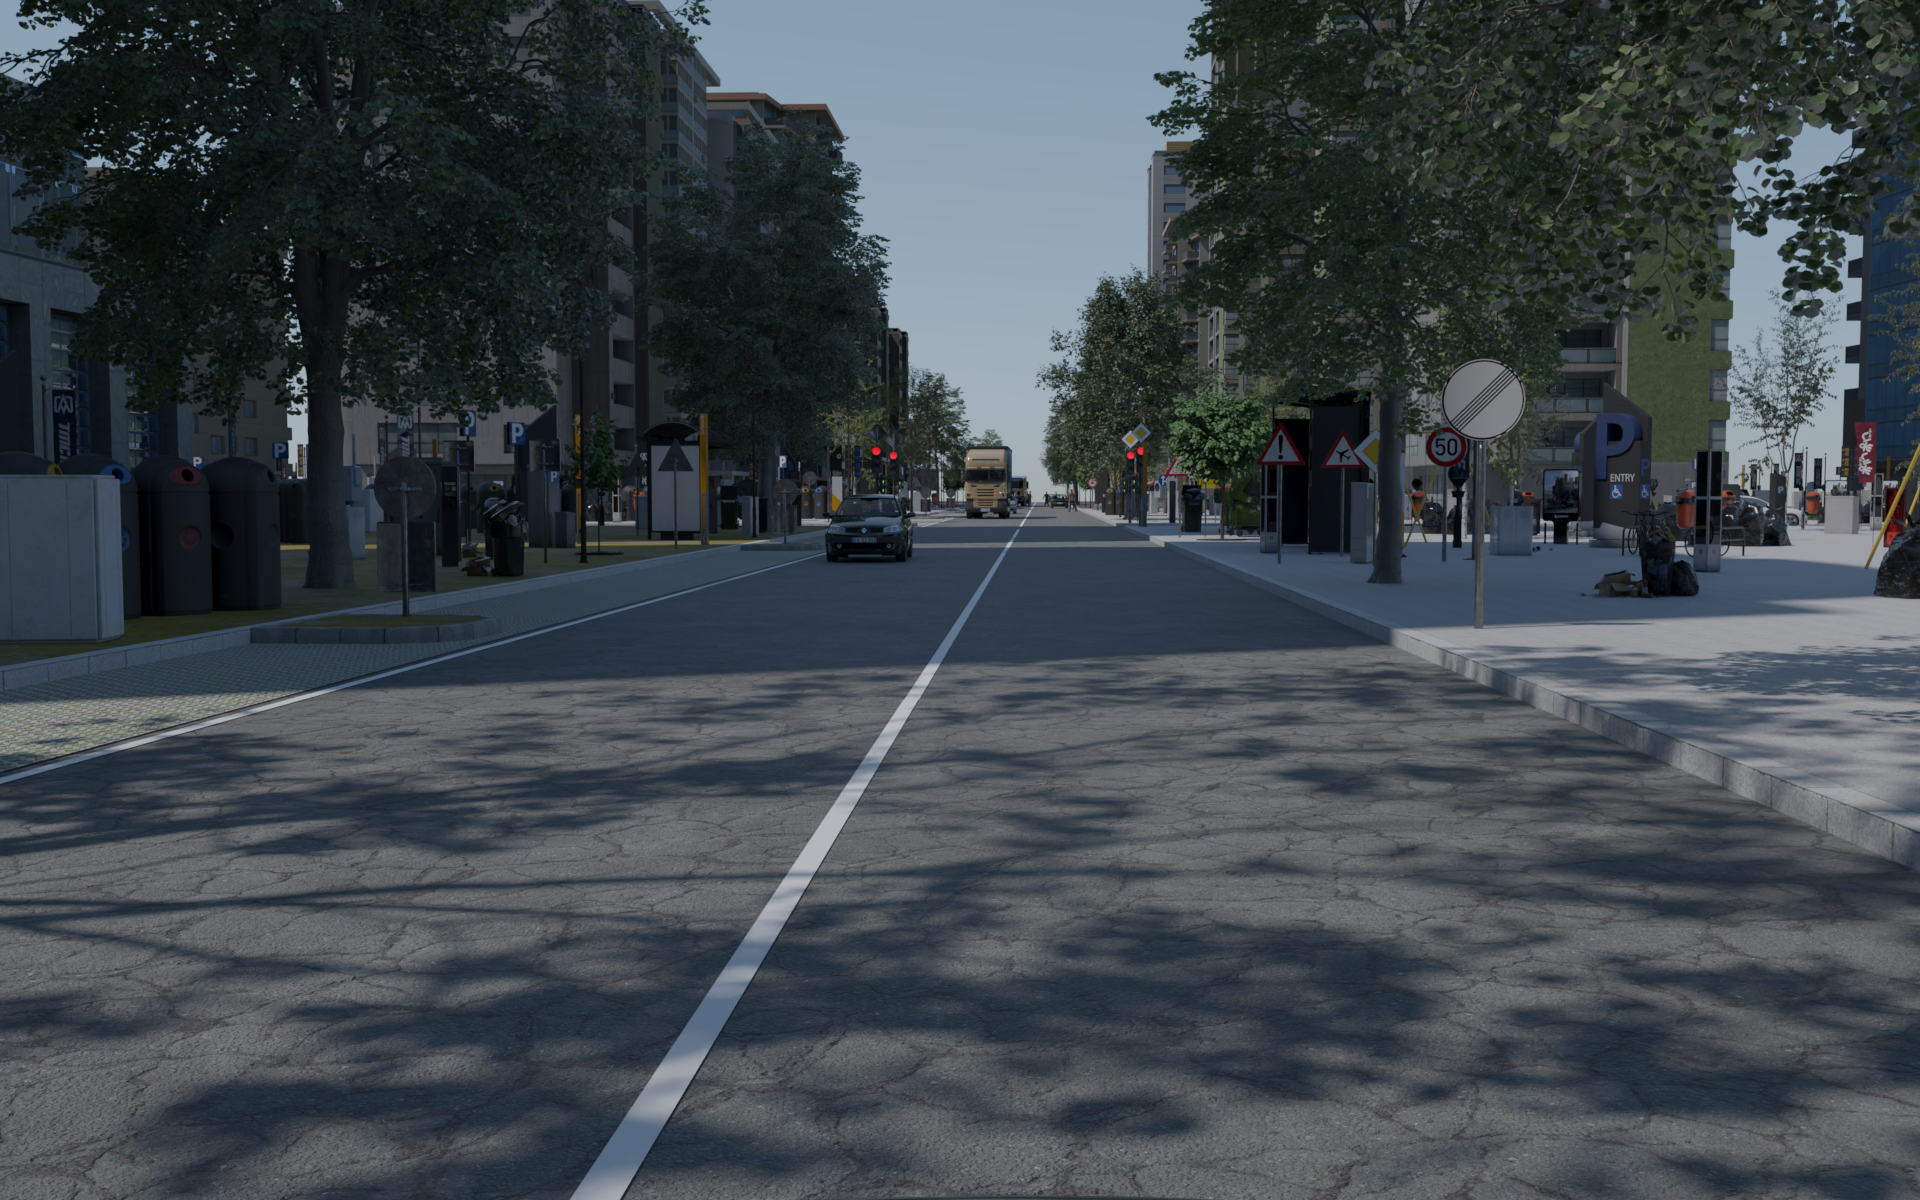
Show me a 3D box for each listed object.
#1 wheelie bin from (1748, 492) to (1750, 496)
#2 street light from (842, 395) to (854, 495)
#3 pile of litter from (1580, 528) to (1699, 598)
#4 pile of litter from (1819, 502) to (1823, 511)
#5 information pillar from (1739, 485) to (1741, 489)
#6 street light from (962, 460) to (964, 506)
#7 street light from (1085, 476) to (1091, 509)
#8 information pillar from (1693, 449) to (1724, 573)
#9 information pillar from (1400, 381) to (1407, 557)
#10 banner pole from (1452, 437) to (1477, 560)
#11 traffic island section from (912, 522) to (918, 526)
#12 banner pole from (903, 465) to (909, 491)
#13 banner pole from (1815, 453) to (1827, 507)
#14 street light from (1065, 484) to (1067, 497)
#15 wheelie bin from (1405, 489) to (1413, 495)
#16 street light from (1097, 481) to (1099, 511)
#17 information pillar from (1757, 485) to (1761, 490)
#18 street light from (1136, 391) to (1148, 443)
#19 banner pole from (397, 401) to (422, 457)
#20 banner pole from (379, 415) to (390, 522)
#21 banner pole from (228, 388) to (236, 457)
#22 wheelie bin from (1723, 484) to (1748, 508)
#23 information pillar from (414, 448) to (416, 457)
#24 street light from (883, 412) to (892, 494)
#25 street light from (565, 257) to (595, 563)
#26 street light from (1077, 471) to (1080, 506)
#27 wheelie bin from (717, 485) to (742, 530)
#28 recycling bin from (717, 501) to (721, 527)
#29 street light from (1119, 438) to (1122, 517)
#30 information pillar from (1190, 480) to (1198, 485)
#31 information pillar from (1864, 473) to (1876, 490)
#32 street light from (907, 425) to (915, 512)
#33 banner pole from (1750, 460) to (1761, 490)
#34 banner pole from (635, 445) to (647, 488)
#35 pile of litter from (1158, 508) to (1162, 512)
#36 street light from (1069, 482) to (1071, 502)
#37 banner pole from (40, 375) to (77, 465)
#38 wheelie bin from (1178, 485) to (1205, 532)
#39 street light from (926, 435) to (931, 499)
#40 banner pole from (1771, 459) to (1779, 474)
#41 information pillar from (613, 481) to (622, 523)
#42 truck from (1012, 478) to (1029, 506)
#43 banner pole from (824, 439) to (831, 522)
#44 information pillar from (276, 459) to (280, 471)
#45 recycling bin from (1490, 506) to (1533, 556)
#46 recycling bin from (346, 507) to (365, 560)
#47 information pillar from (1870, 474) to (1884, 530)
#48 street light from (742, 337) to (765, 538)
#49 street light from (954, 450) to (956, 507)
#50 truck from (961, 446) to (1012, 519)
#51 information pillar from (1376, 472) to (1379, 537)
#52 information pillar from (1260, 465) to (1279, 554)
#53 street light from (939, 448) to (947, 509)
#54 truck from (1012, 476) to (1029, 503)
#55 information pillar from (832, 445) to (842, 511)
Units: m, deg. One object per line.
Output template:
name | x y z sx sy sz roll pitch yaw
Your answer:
wheelie bin | 49.464 -6.210 109.433 0.693 1.594 0.980 -2 4 -26
street light | -4.955 -6.384 77.174 0.468 5.910 1.993 0 4 3
pile of litter | 8.594 -0.486 21.905 1.719 0.858 1.176 -1 4 -11
pile of litter | 58.327 -6.326 117.396 1.176 0.858 1.719 -1 4 -15
information pillar | 65.792 -8.684 146.468 0.304 2.012 0.304 0 4 3
street light | 0.347 -13.333 190.782 0.468 5.910 1.993 0 4 3
street light | 12.417 -12.136 171.213 0.468 5.910 1.993 0 4 3
information pillar | 12.277 -1.463 28.417 0.304 2.012 0.304 -1 4 -22
information pillar | 8.781 -2.667 34.966 0.504 3.616 0.183 -1 4 -22
banner pole | 9.936 -2.686 33.932 0.401 3.779 0.863 -2 4 -24
traffic island section | -2.949 -3.345 76.971 2.009 0.180 2.903 0 4 3
banner pole | -4.585 -9.661 147.972 0.863 3.779 0.401 1 4 20
banner pole | 52.515 -7.075 105.686 0.863 3.779 0.401 1 4 22
street light | 17.930 -19.467 291.080 0.468 5.910 1.993 0 4 3
wheelie bin | 27.602 -6.040 106.662 0.693 1.594 0.980 2 4 35
street light | 10.585 -9.783 132.743 0.468 5.910 1.993 0 4 3
information pillar | 64.936 -8.337 140.800 0.304 2.012 0.304 2 4 24
street light | 8.051 -6.360 76.780 0.468 5.910 1.993 0 4 3
banner pole | -14.495 -3.413 45.814 0.863 3.779 0.401 -3 5 -41
banner pole | -18.130 -3.949 54.582 0.401 3.779 0.863 0 4 4
banner pole | -14.582 -2.735 34.730 0.401 3.779 0.863 -2 4 -31
wheelie bin | 23.918 -2.824 54.076 0.980 1.594 0.693 1 4 18
information pillar | -27.671 -5.905 87.894 0.183 3.616 0.504 0 4 -1
street light | -4.017 -7.504 95.486 0.468 5.910 1.993 0 4 3
street light | -7.006 -3.626 32.076 0.468 5.910 1.993 0 4 3
street light | 14.125 -14.410 208.392 0.468 5.910 1.993 0 4 3
wheelie bin | -8.396 -3.357 62.798 0.980 1.594 0.693 0 4 -5
recycling bin | -9.132 -3.377 67.774 0.722 1.027 0.722 0 3 0
street light | 8.881 -7.522 95.771 0.468 5.910 1.993 0 4 3
information pillar | 12.513 -5.396 92.709 0.304 2.012 0.304 -3 5 -44
information pillar | 42.992 -5.535 81.859 0.183 3.616 0.504 -3 4 -36
street light | -3.209 -8.625 113.804 0.468 5.910 1.993 0 4 3
banner pole | 58.165 -8.352 126.568 0.863 3.779 0.401 3 4 39
banner pole | -16.141 -5.973 87.681 0.863 3.779 0.401 -1 4 -10
pile of litter | 13.999 -6.829 125.627 1.719 0.858 1.176 -2 4 -28
street light | 15.430 -16.107 236.129 0.468 5.910 1.993 0 4 3
banner pole | -19.036 -2.845 36.537 0.863 3.779 0.401 -1 4 -8
wheelie bin | 7.840 -3.082 58.304 0.980 1.594 0.693 0 4 -5
street light | -2.315 -9.757 132.310 0.468 5.910 1.993 0 4 3
banner pole | 58.348 -8.204 124.147 0.401 3.779 0.863 -2 4 -27
information pillar | -15.368 -4.470 77.582 0.304 2.012 0.304 1 4 10
truck | 6.502 -12.768 204.686 3.469 3.379 9.791 0 4 4
banner pole | -6.021 -5.472 79.485 0.401 3.779 0.863 0 3 0
information pillar | -39.840 -6.728 101.354 0.183 3.616 0.504 0 4 5
recycling bin | 11.589 -1.460 36.417 0.722 1.027 0.722 0 4 3
recycling bin | -12.190 -1.315 34.048 0.722 1.027 0.722 3 5 44
information pillar | 32.950 -3.533 62.258 0.304 2.012 0.304 0 4 5
street light | -6.075 -4.784 51.012 0.468 5.910 1.993 0 4 3
street light | -0.502 -12.213 172.466 0.468 5.910 1.993 0 4 3
truck | 1.725 -6.979 103.026 2.839 4.237 11.283 0 4 3
information pillar | 11.726 -2.661 47.992 0.304 2.012 0.304 0 4 4
information pillar | 6.683 -2.013 37.410 0.304 2.012 0.304 -1 4 -11
street light | -1.442 -11.087 154.051 0.468 5.910 1.993 0 4 3
truck | 8.970 -16.444 258.623 2.967 4.110 18.799 0 4 4
information pillar | -5.808 -5.550 82.101 0.504 3.616 0.183 0 4 -3
